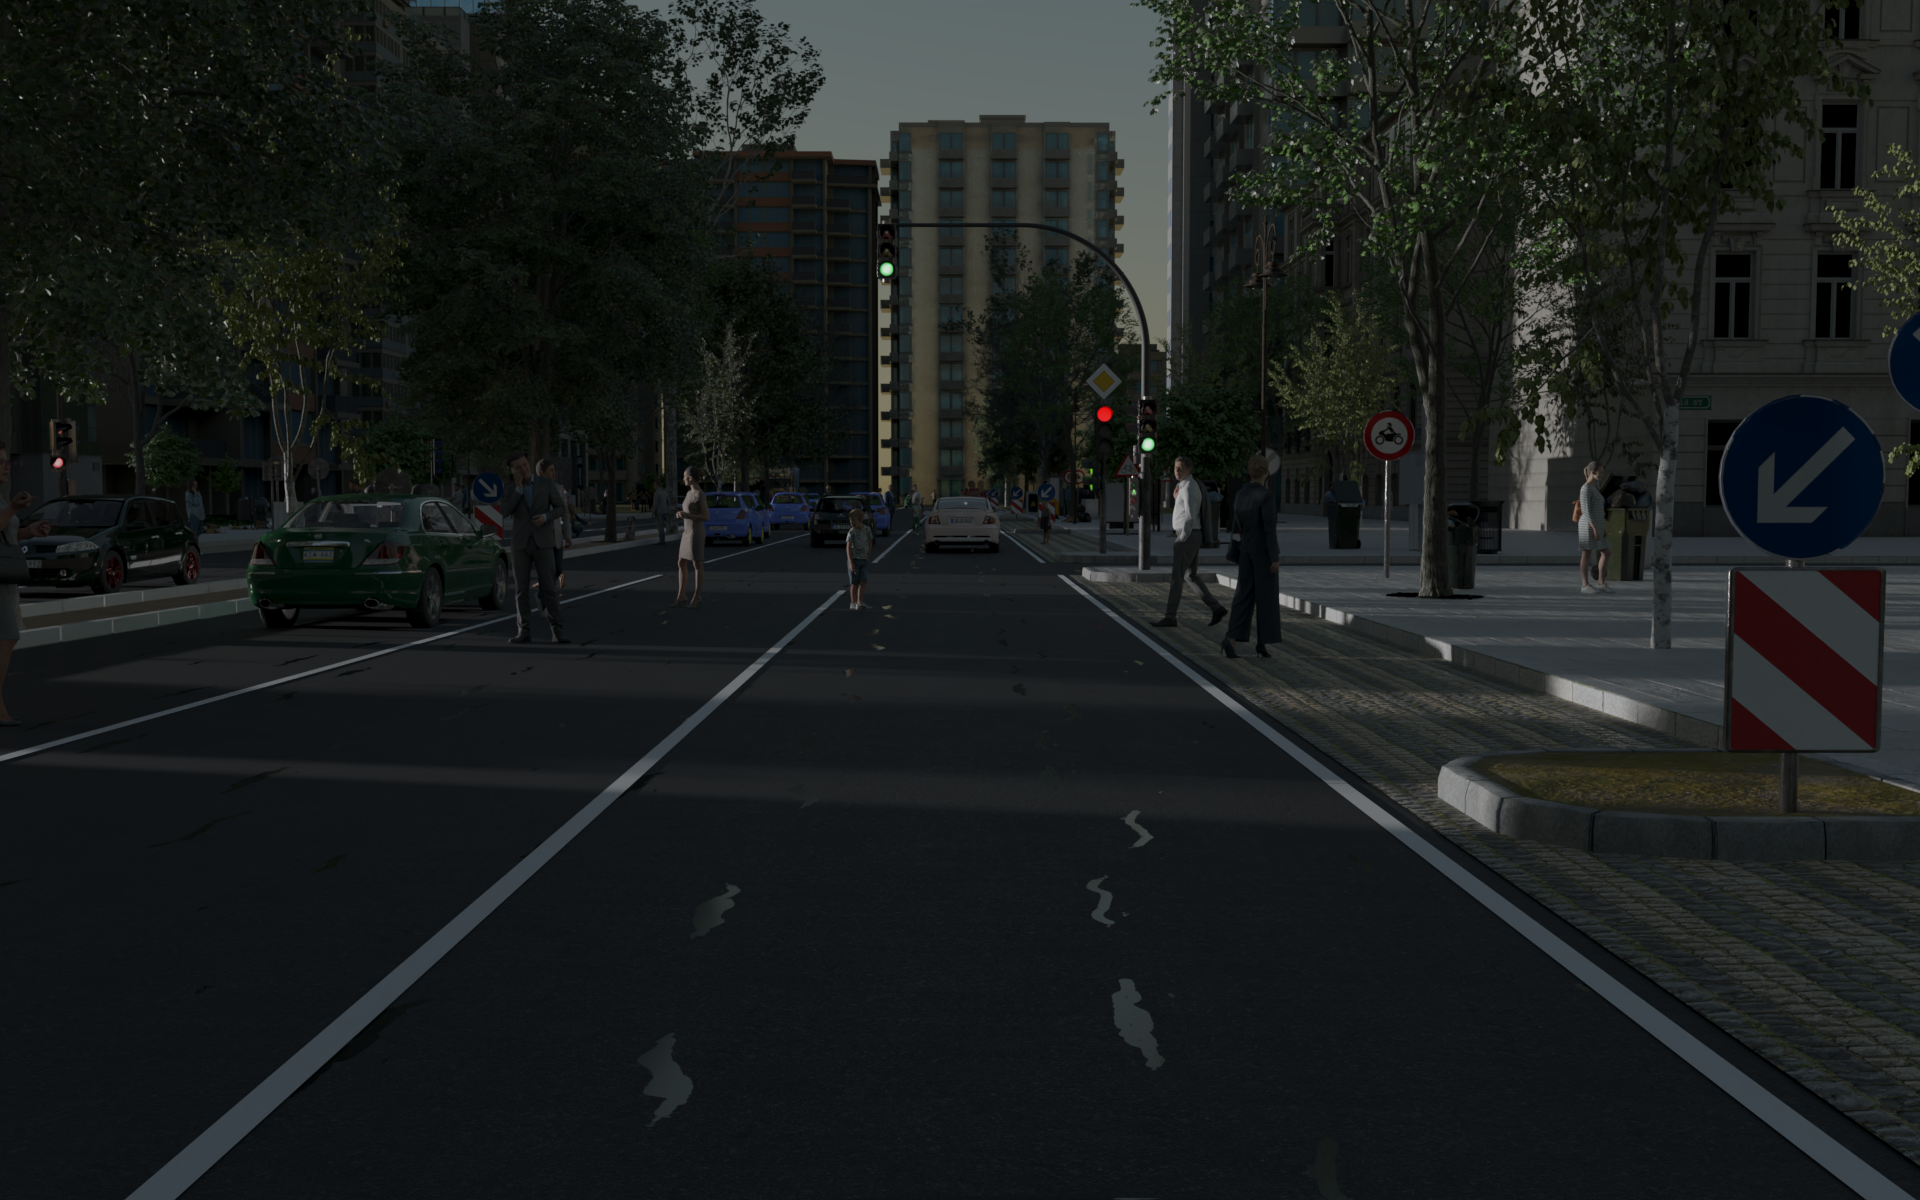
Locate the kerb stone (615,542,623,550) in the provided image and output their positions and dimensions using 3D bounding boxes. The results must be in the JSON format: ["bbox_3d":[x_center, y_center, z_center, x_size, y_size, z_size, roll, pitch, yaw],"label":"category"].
[{"bbox_3d":[-8.873,-1.352,44.457,0.120,0.150,1.000,0,4,0],"label":"kerb stone"}]

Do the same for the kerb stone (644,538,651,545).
[{"bbox_3d":[-8.893,-1.611,48.575,0.120,0.150,1.000,0,4,0],"label":"kerb stone"}]

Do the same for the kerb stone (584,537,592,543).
[{"bbox_3d":[-11.000,-1.734,50.622,0.120,0.150,1.000,0,4,0],"label":"kerb stone"}]

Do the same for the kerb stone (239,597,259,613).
[{"bbox_3d":[-8.766,0.052,21.348,0.120,0.150,1.000,0,4,0],"label":"kerb stone"}]

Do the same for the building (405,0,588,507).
[{"bbox_3d":[-52.979,-51.896,161.168,31.000,86.520,22.319,0,4,0],"label":"building"}]

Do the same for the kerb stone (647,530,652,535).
[{"bbox_3d":[-11.054,-2.365,60.874,0.120,0.150,1.000,0,4,0],"label":"kerb stone"}]

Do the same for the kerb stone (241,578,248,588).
[{"bbox_3d":[-10.894,-0.260,26.496,0.120,0.150,1.000,0,4,0],"label":"kerb stone"}]

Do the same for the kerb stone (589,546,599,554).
[{"bbox_3d":[-8.858,-1.169,41.374,0.120,0.150,1.000,0,4,0],"label":"kerb stone"}]

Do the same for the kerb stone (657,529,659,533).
[{"bbox_3d":[-11.066,-2.490,62.928,0.120,0.150,1.000,0,4,0],"label":"kerb stone"}]

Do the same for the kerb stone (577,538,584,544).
[{"bbox_3d":[-10.996,-1.675,49.585,0.120,0.150,1.000,0,4,0],"label":"kerb stone"}]

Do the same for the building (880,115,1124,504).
[{"bbox_3d":[5.235,-36.815,221.541,30.456,49.044,23.786,0,4,0],"label":"building"}]

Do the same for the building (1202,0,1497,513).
[{"bbox_3d":[30.565,-31.228,130.184,23.786,49.044,30.456,0,4,0],"label":"building"}]

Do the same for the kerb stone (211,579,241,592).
[{"bbox_3d":[-10.883,-0.197,25.465,0.120,0.150,1.000,0,4,0],"label":"kerb stone"}]

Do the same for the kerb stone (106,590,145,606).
[{"bbox_3d":[-10.868,-0.012,22.394,0.120,0.150,1.000,0,4,0],"label":"kerb stone"}]

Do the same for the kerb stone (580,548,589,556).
[{"bbox_3d":[-8.859,-1.110,40.352,0.120,0.150,1.000,0,4,0],"label":"kerb stone"}]

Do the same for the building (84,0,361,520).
[{"bbox_3d":[-46.580,-26.898,94.401,22.147,44.769,28.867,0,4,0],"label":"building"}]

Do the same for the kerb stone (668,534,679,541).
[{"bbox_3d":[-8.921,-1.926,53.687,0.120,0.150,1.000,0,4,0],"label":"kerb stone"}]

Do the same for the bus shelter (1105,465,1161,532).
[{"bbox_3d":[6.055,-4.133,61.493,2.014,3.302,5.546,0,4,0],"label":"bus shelter"}]

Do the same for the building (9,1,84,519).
[{"bbox_3d":[-43.197,-17.964,65.421,14.160,30.474,14.107,0,4,0],"label":"building"}]

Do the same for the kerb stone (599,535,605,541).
[{"bbox_3d":[-11.015,-1.864,52.669,0.120,0.150,1.000,0,4,0],"label":"kerb stone"}]

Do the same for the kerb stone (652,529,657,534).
[{"bbox_3d":[-11.062,-2.428,61.896,0.120,0.150,1.000,0,4,0],"label":"kerb stone"}]

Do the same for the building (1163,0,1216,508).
[{"bbox_3d":[29.767,-37.775,159.616,21.231,58.520,28.212,0,4,0],"label":"building"}]

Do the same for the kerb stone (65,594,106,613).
[{"bbox_3d":[-10.868,0.051,21.367,0.120,0.150,1.000,0,4,0],"label":"kerb stone"}]

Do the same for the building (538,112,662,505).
[{"bbox_3d":[-50.110,-36.424,219.234,21.600,48.544,21.300,0,4,0],"label":"building"}]

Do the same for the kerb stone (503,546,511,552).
[{"bbox_3d":[-10.968,-1.234,42.400,0.120,0.150,1.000,0,4,0],"label":"kerb stone"}]

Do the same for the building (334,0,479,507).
[{"bbox_3d":[-51.982,-26.408,123.657,32.217,40.220,23.993,0,4,0],"label":"building"}]

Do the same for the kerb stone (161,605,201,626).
[{"bbox_3d":[-8.760,0.177,19.298,0.120,0.150,1.000,0,4,0],"label":"kerb stone"}]

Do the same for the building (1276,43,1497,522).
[{"bbox_3d":[26.021,-16.860,94.748,14.460,24.649,34.723,0,4,0],"label":"building"}]

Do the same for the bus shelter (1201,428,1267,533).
[{"bbox_3d":[9.310,-4.215,60.199,1.731,3.624,6.357,0,4,0],"label":"bus shelter"}]

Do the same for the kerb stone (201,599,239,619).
[{"bbox_3d":[-8.756,0.115,20.320,0.120,0.150,1.000,0,4,0],"label":"kerb stone"}]

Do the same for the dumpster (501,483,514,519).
[{"bbox_3d":[-22.871,-5.106,89.244,1.264,1.857,1.865,0,4,0],"label":"dumpster"}]

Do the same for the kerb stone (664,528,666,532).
[{"bbox_3d":[-11.069,-2.552,63.954,0.120,0.150,1.000,0,4,0],"label":"kerb stone"}]

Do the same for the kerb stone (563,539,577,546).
[{"bbox_3d":[-10.990,-1.613,48.563,0.120,0.150,1.000,0,4,0],"label":"kerb stone"}]

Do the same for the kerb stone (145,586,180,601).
[{"bbox_3d":[-10.873,-0.069,23.421,0.120,0.150,1.000,0,4,0],"label":"kerb stone"}]

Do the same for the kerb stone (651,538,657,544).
[{"bbox_3d":[-8.902,-1.676,49.598,0.120,0.150,1.000,0,4,0],"label":"kerb stone"}]

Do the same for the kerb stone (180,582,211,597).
[{"bbox_3d":[-10.881,-0.132,24.443,0.120,0.150,1.000,0,4,0],"label":"kerb stone"}]

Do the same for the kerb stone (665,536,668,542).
[{"bbox_3d":[-8.916,-1.794,51.643,0.120,0.150,1.000,0,4,0],"label":"kerb stone"}]

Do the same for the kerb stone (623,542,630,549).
[{"bbox_3d":[-8.879,-1.425,45.491,0.120,0.150,1.000,0,4,0],"label":"kerb stone"}]

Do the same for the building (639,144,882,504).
[{"bbox_3d":[-24.591,-34.553,219.563,28.867,44.769,22.147,0,4,0],"label":"building"}]

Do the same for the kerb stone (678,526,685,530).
[{"bbox_3d":[-11.091,-2.866,69.067,0.120,0.150,1.000,0,4,0],"label":"kerb stone"}]

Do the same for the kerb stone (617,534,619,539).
[{"bbox_3d":[-11.025,-1.990,54.725,0.120,0.150,1.000,0,4,0],"label":"kerb stone"}]

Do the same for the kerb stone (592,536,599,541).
[{"bbox_3d":[-11.011,-1.801,51.644,0.120,0.150,1.000,0,4,0],"label":"kerb stone"}]

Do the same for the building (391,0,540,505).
[{"bbox_3d":[-43.124,-28.101,143.039,14.154,41.232,14.086,0,4,0],"label":"building"}]

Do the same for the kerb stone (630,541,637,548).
[{"bbox_3d":[-8.888,-1.485,46.519,0.120,0.150,1.000,0,4,0],"label":"kerb stone"}]

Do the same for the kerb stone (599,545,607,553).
[{"bbox_3d":[-8.865,-1.236,42.399,0.120,0.150,1.000,0,4,0],"label":"kerb stone"}]

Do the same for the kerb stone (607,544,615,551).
[{"bbox_3d":[-8.877,-1.294,43.428,0.120,0.150,1.000,0,4,0],"label":"kerb stone"}]

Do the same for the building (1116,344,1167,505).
[{"bbox_3d":[34.905,-23.176,223.959,28.899,21.520,27.650,0,4,0],"label":"building"}]

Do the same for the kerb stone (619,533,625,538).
[{"bbox_3d":[-11.036,-2.112,56.779,0.120,0.150,1.000,0,4,0],"label":"kerb stone"}]

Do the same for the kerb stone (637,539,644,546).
[{"bbox_3d":[-8.891,-1.545,47.548,0.120,0.150,1.000,0,4,0],"label":"kerb stone"}]

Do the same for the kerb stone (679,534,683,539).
[{"bbox_3d":[-8.918,-1.988,54.713,0.120,0.150,1.000,0,4,0],"label":"kerb stone"}]

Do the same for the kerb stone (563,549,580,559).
[{"bbox_3d":[-8.847,-1.046,39.326,0.120,0.150,1.000,0,4,0],"label":"kerb stone"}]

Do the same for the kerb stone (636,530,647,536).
[{"bbox_3d":[-11.053,-2.295,59.852,0.120,0.150,1.000,0,4,0],"label":"kerb stone"}]

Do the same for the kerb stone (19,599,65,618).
[{"bbox_3d":[-10.862,0.117,20.346,0.120,0.150,1.000,0,4,0],"label":"kerb stone"}]

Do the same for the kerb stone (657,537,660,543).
[{"bbox_3d":[-8.901,-1.739,50.620,0.120,0.150,1.000,0,4,0],"label":"kerb stone"}]

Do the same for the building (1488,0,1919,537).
[{"bbox_3d":[41.957,-17.259,58.607,44.131,29.872,17.030,0,4,0],"label":"building"}]
